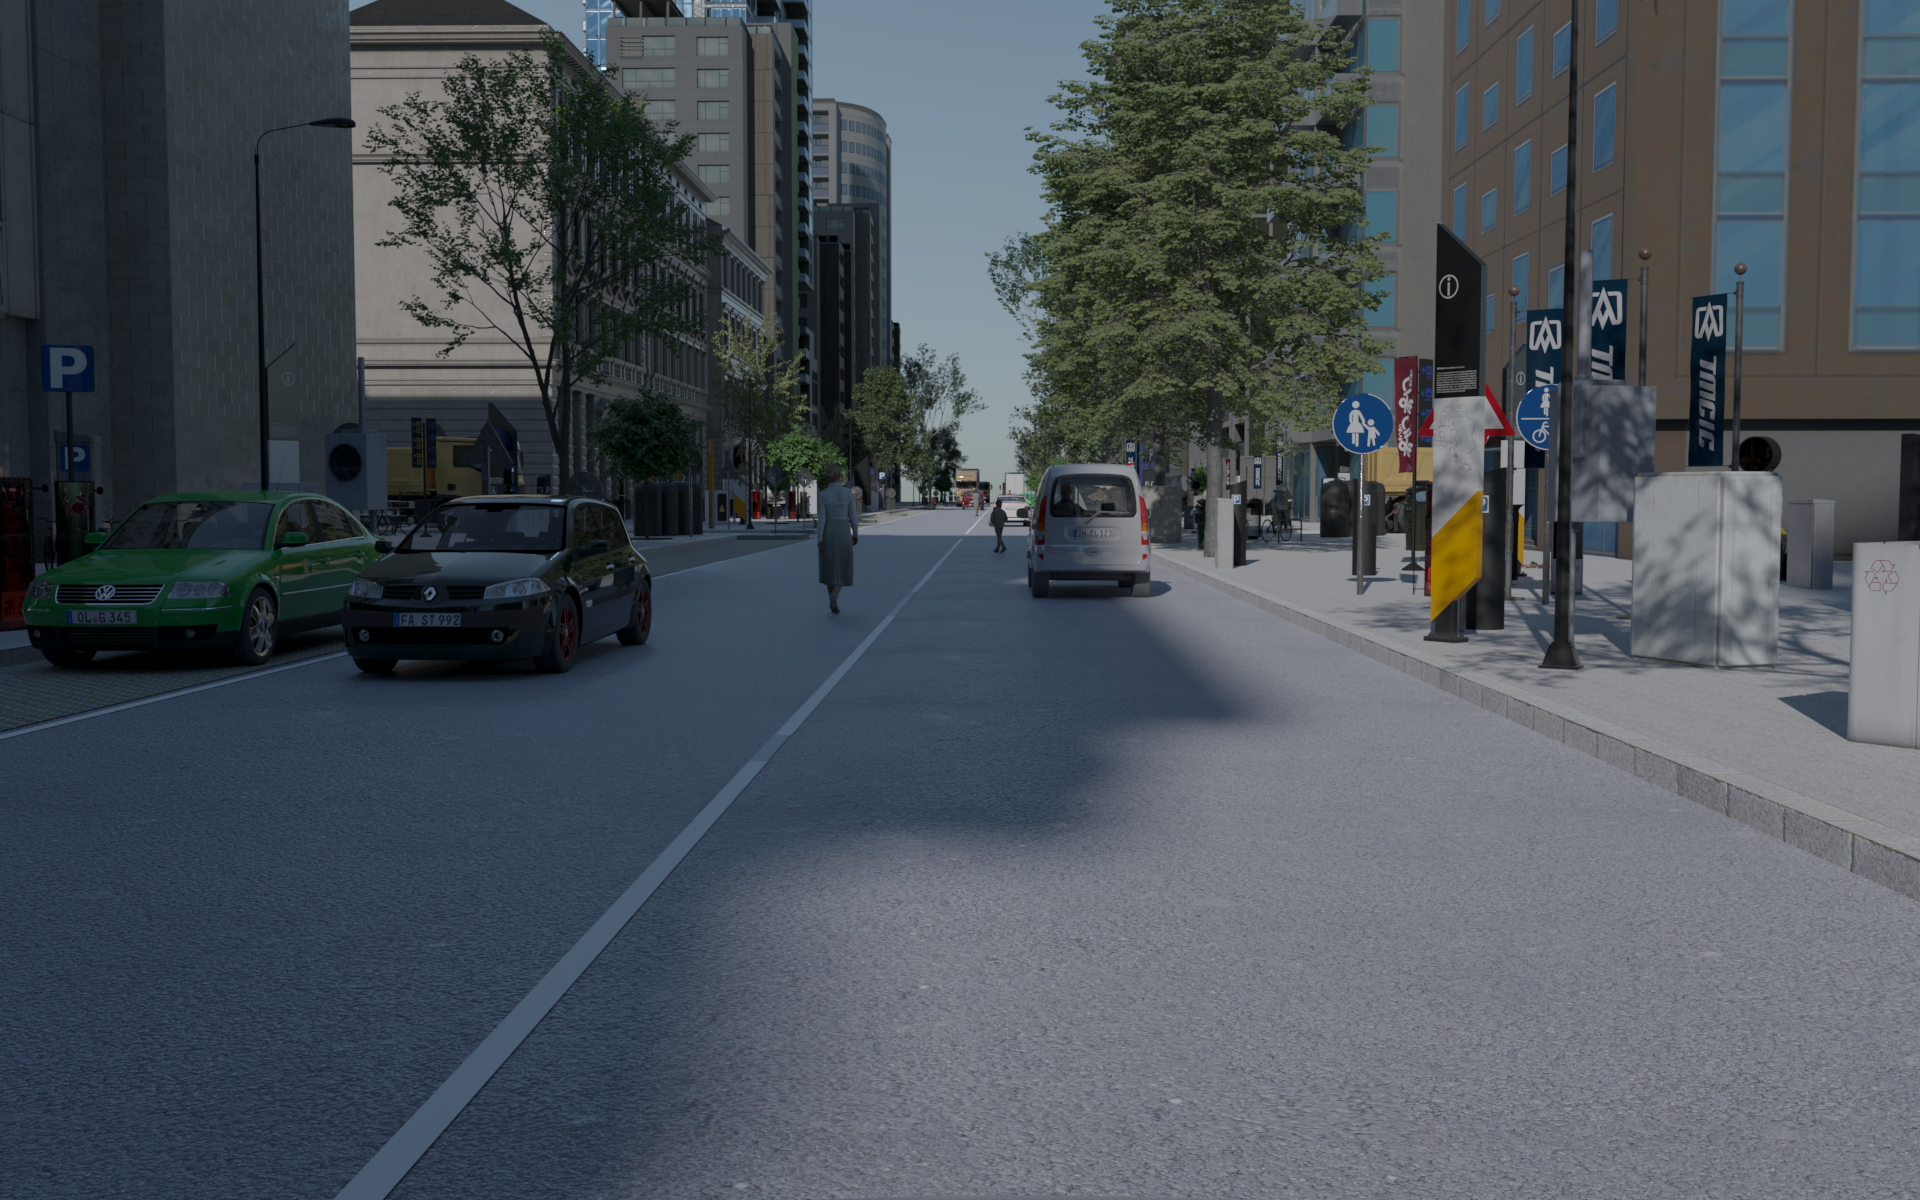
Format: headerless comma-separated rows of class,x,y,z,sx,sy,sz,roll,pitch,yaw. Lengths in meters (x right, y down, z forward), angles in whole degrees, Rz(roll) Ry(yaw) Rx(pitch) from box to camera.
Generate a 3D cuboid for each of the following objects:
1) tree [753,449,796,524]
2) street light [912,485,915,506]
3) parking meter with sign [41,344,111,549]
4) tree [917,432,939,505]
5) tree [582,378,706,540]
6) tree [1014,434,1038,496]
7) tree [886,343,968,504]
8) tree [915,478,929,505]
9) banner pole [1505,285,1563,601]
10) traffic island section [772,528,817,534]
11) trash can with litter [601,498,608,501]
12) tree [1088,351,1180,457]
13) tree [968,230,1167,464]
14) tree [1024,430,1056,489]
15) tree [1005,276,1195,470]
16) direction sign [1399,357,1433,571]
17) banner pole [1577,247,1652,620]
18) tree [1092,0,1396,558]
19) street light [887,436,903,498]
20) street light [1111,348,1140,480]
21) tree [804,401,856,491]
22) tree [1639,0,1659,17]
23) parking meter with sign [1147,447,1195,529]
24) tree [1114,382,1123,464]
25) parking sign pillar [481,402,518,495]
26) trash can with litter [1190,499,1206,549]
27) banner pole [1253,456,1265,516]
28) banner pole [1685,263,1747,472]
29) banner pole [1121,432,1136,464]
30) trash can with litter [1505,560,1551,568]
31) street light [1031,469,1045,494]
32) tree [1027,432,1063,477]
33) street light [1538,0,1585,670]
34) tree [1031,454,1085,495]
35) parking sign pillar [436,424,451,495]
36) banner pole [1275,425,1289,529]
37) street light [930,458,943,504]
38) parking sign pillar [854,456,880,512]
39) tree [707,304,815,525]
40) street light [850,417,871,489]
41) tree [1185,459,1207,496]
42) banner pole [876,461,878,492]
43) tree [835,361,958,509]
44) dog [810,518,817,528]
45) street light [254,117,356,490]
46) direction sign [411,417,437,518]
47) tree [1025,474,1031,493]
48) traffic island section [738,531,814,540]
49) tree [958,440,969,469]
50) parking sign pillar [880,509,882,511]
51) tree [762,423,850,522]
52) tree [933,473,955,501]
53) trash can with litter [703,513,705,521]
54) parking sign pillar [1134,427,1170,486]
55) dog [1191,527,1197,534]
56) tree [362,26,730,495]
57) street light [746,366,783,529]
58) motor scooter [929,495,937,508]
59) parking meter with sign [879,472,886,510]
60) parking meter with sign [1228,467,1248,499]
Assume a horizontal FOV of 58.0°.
tree,-7.747,-4.853,73.950,1.663,3.219,1.824,0,3,0
street light,-4.298,-12.744,180.901,1.470,5.913,1.316,0,4,1
parking meter with sign,-10.698,-1.519,21.093,0.543,3.016,1.738,-1,4,-19
tree,-4.520,-14.999,195.598,4.737,8.622,4.395,0,3,0
tree,-8.914,-3.992,48.980,4.285,4.588,4.351,0,3,0
tree,11.998,-21.103,270.782,9.928,11.665,9.643,0,3,0
tree,-3.657,-21.940,214.605,12.611,20.169,13.585,0,3,0
tree,-4.447,-13.002,207.180,1.663,3.219,1.824,0,3,0
banner pole,6.835,-1.880,20.760,0.863,3.779,0.401,3,4,36
traffic island section,-5.696,-2.499,63.143,2.009,0.180,2.903,0,4,1
trash can with litter,-9.342,-1.984,43.825,1.055,1.170,0.624,1,4,20
tree,7.484,-7.576,74.222,4.360,8.622,3.978,0,3,0
tree,8.203,-15.557,110.251,12.611,20.169,13.585,0,3,0
tree,9.200,-14.479,187.099,4.737,8.622,4.395,0,3,0
tree,7.273,-10.415,87.300,9.611,12.733,9.660,0,3,0
direction sign,7.597,-2.259,28.938,0.876,3.537,0.379,-3,4,-38
banner pole,6.748,-1.699,17.788,0.863,3.779,0.401,2,4,30
tree,4.754,-7.148,35.002,7.486,12.596,7.792,0,3,0
street light,-5.262,-10.210,139.469,1.470,5.913,1.316,0,4,1
street light,5.033,-4.993,54.177,1.470,5.913,1.316,0,4,1
tree,-10.334,-11.390,136.595,4.360,8.622,3.978,0,3,0
tree,5.007,-4.345,5.457,8.767,10.594,7.601,-2,4,-31
parking meter with sign,7.744,-4.105,63.383,1.738,3.016,0.543,1,4,22
tree,9.565,-8.879,95.530,4.737,8.622,4.395,0,3,0
parking sign pillar,-13.436,-3.795,50.526,1.447,3.967,1.447,3,5,43
trash can with litter,5.930,-1.765,40.242,1.055,1.170,0.624,-2,4,-24
banner pole,17.285,-6.705,99.650,0.863,3.779,0.401,0,4,5
banner pole,8.353,-1.777,19.078,0.401,3.779,0.863,-2,4,-26
banner pole,6.790,-4.910,70.296,0.863,3.779,0.401,-2,4,-26
trash can with litter,9.779,-1.168,30.153,2.233,1.210,1.678,0,4,-5
street light,7.885,-12.254,172.891,1.470,5.913,1.316,0,4,1
tree,8.039,-12.834,160.201,4.360,8.622,3.978,0,3,0
street light,3.903,-2.453,12.640,1.470,5.913,1.316,0,4,1
tree,7.961,-8.816,127.858,4.285,4.588,4.351,0,3,0
parking sign pillar,-19.648,-4.725,65.718,1.447,3.967,1.447,-3,5,-42
banner pole,11.730,-4.469,63.084,0.401,3.779,0.863,-2,4,-23
street light,-3.174,-15.316,222.949,1.470,5.913,1.316,0,4,1
parking sign pillar,-6.874,-8.193,122.431,1.447,3.967,1.447,3,5,42
tree,-8.186,-7.219,68.393,4.737,8.622,4.395,0,3,0
street light,-6.022,-8.045,104.081,1.470,5.913,1.316,0,4,1
tree,13.288,-6.220,96.299,1.663,3.219,1.824,0,3,0
banner pole,-6.327,-8.690,132.096,0.401,3.779,0.863,0,4,-2
tree,-6.615,-14.215,149.421,9.611,12.733,9.660,0,3,0
dog,-5.946,-3.210,72.671,0.550,0.427,0.748,-3,4,-38
street light,-8.142,-2.995,21.515,1.470,5.913,1.316,0,4,1
direction sign,-15.923,-3.640,51.515,0.379,3.537,0.876,2,4,34
tree,9.417,-11.074,164.770,4.285,4.588,4.351,0,3,0
traffic island section,-5.893,-2.011,55.161,2.009,0.180,2.903,0,4,1
tree,-3.036,-22.296,281.554,9.611,12.733,9.660,0,3,0
parking sign pillar,-6.497,-8.547,128.210,1.447,3.967,1.447,0,4,-7
tree,-7.561,-5.875,79.771,4.285,4.588,4.351,0,3,0
tree,-2.357,-18.721,289.806,4.285,4.588,4.351,0,3,0
trash can with litter,-11.783,-4.269,81.182,1.055,1.170,0.624,3,5,42
parking sign pillar,7.338,-4.763,66.340,1.447,3.967,1.447,2,4,26
dog,8.147,-2.450,60.252,0.748,0.427,0.550,-1,4,-10
tree,-9.398,-6.998,40.169,9.928,11.665,9.643,0,3,0
street light,-7.110,-5.529,62.934,1.470,5.913,1.316,0,4,1
motor scooter,-2.718,-9.962,175.650,0.815,1.314,1.986,0,4,3
parking meter with sign,-6.276,-8.657,137.807,0.543,3.016,1.738,0,4,3
parking meter with sign,17.435,-6.983,110.425,1.738,3.016,0.543,1,4,10
